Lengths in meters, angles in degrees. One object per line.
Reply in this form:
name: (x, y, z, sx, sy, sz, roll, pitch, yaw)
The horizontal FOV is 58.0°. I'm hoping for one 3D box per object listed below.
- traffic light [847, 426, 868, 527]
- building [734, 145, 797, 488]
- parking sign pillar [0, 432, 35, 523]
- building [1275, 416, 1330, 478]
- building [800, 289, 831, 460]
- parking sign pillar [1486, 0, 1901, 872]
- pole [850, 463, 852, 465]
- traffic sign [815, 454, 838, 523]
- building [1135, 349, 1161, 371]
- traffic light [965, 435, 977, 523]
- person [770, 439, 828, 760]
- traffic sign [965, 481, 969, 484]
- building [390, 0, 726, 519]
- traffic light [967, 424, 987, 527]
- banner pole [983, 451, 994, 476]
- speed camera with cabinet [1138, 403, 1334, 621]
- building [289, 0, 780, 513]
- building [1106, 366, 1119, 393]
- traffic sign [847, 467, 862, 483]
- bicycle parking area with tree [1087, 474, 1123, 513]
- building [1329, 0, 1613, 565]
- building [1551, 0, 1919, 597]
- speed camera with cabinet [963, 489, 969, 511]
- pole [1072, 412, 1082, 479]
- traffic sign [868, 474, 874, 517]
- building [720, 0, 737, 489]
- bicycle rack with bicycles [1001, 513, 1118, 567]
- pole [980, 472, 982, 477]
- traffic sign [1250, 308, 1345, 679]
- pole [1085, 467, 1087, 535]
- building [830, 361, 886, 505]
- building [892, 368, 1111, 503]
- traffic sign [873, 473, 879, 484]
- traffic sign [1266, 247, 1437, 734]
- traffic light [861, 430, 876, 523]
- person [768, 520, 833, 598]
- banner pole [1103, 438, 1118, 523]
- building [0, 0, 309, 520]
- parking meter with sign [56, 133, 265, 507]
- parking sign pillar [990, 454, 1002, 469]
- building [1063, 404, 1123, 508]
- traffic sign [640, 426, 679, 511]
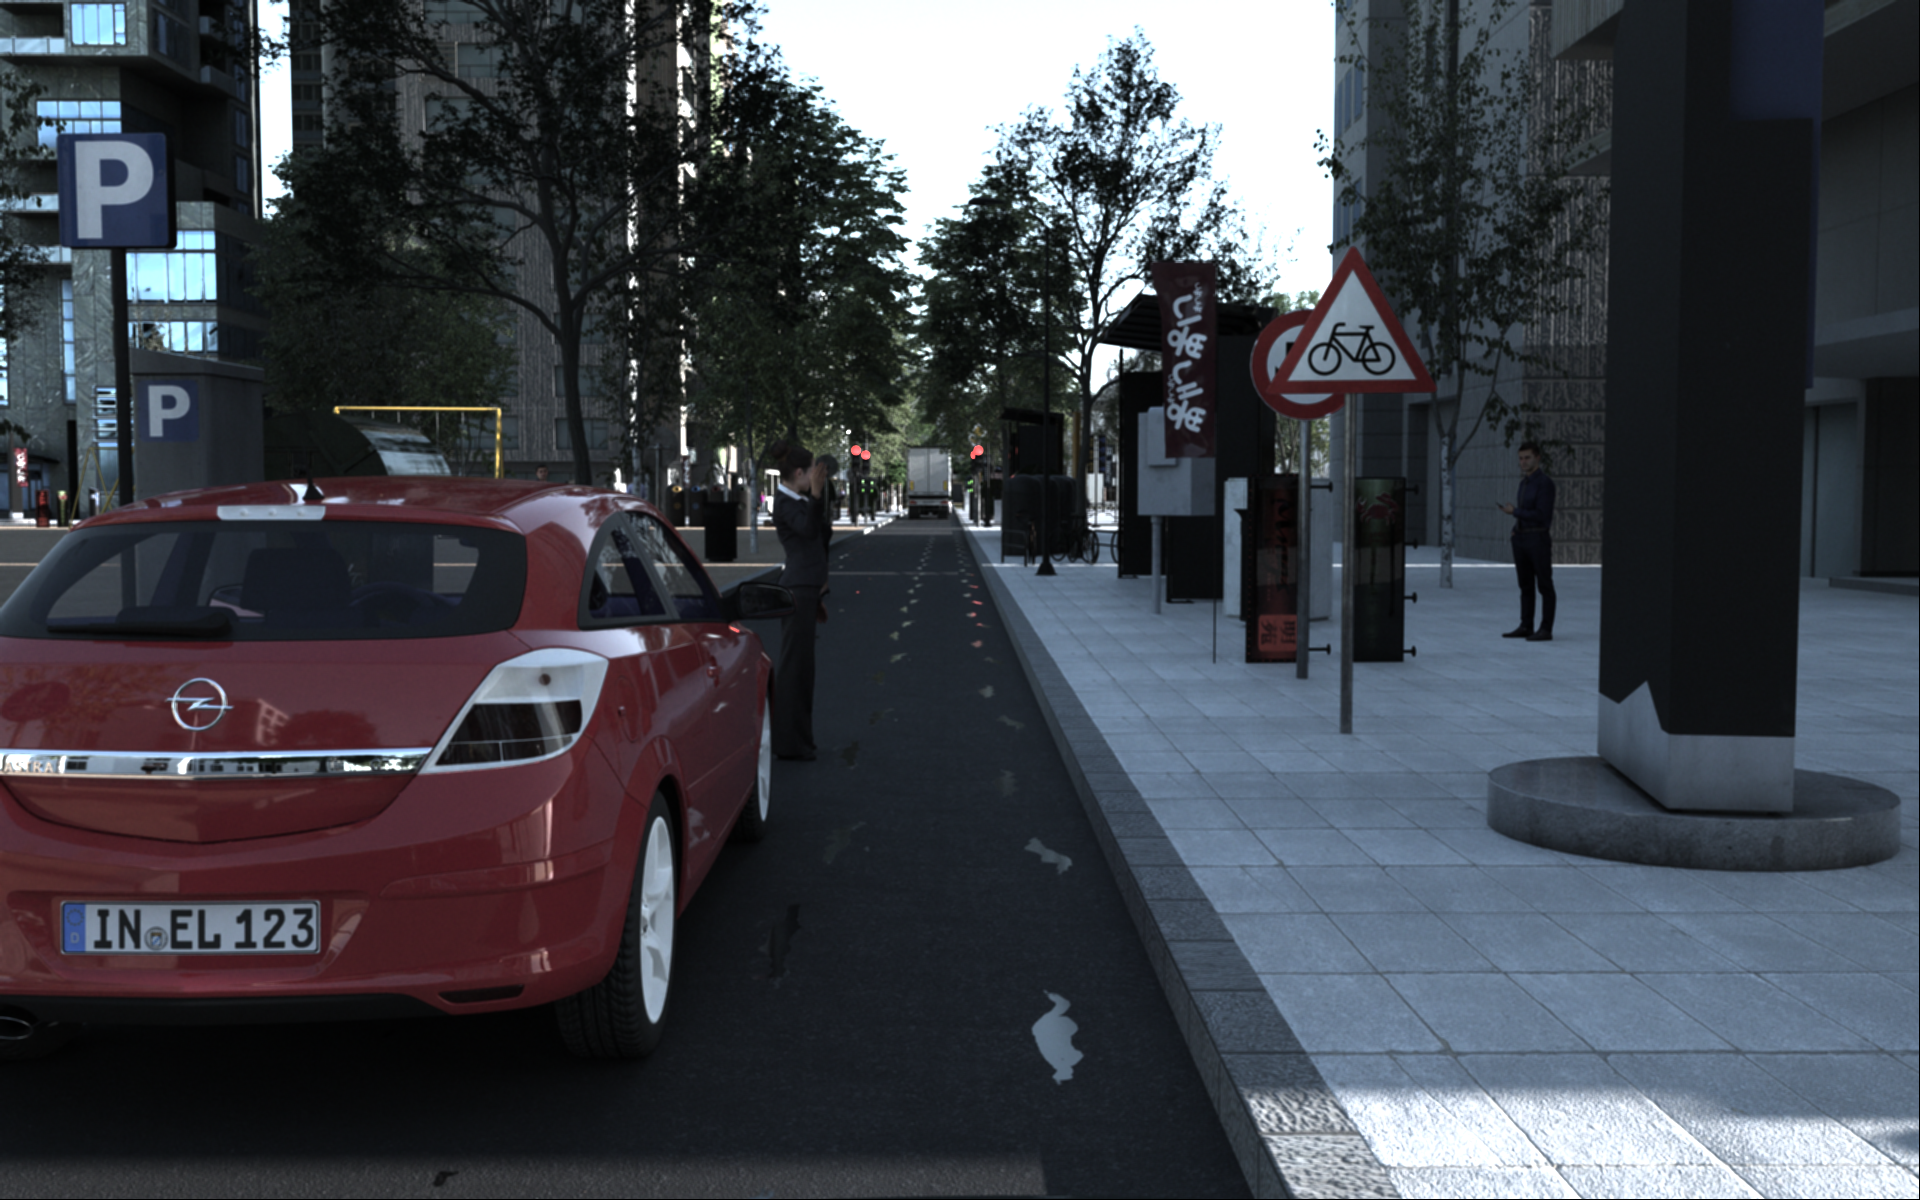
traffic light: (-4.025, -4.818, 67.695, 0.839, 4.253, 0.868, 0, 4, 0)
building: (-20.819, -22.706, 142.946, 14.160, 30.474, 14.107, 0, 4, 0)
parking sign pillar: (-41.659, -5.375, 76.351, 1.447, 3.967, 1.447, -2, 4, -34)
building: (50.345, -24.170, 251.605, 11.380, 20.091, 16.016, 0, 4, 0)
building: (-27.435, -19.777, 167.327, 27.936, 21.610, 32.646, 0, 4, 0)
parking sign pillar: (2.757, -1.101, 6.473, 1.447, 3.967, 1.447, 1, 4, 10)
pole: (-6.730, -6.965, 107.723, 0.158, 3.312, 0.155, 0, 3, 0)
traffic sign: (-4.264, -3.376, 55.312, 0.768, 2.556, 0.104, 0, 4, 2)
building: (27.403, -21.698, 211.186, 11.380, 20.091, 16.016, 0, 4, 0)
traffic light: (0.636, -5.310, 75.731, 0.839, 4.253, 0.868, 0, 4, 0)
person: (-0.786, -0.001, 9.321, 0.445, 1.727, 0.742, -2, 4, -34)
traffic sign: (0.731, -7.698, 125.974, 0.768, 2.556, 0.104, 0, 4, 5)
building: (-20.090, -24.816, 89.342, 14.154, 41.232, 14.086, 0, 4, 0)
traffic light: (0.696, -4.821, 67.747, 0.839, 4.253, 0.868, 0, 4, 0)
banner pole: (1.666, -6.552, 97.148, 0.863, 3.779, 0.401, 1, 4, 14)
speed camera with cabinet: (2.861, -1.451, 18.060, 2.038, 3.252, 0.660, 3, 5, 39)
building: (-29.528, -26.403, 123.568, 32.217, 40.220, 23.993, 0, 4, 0)
building: (27.275, -24.120, 250.783, 11.380, 20.091, 16.016, 0, 4, 0)
traffic sign: (-4.797, -4.828, 79.047, 0.768, 2.556, 0.104, 0, 4, 4)
bicycle parking area with tree: (10.741, -8.135, 120.015, 9.016, 4.147, 8.231, 2, 4, 32)
building: (20.533, -30.687, 43.730, 21.231, 58.520, 28.212, 0, 4, 0)
building: (23.534, -26.073, 15.540, 28.713, 52.752, 27.495, 0, 4, 0)
speed camera with cabinet: (0.602, -8.176, 128.015, 0.660, 3.252, 2.038, 0, 4, -8)
pole: (2.894, -3.011, 43.078, 0.158, 3.312, 0.155, 0, 3, 0)
traffic sign: (-5.217, -5.997, 98.159, 0.768, 2.556, 0.104, 0, 4, 6)
building: (-21.324, -27.751, 103.836, 14.600, 45.320, 14.200, 0, 4, 0)
bicycle rack with bicycles: (1.938, -1.129, 31.837, 2.852, 0.926, 2.925, -1, 4, -11)
pole: (1.226, -6.914, 106.889, 0.158, 3.312, 0.155, 0, 3, 0)
traffic sign: (2.383, -0.726, 11.981, 0.768, 2.556, 0.104, 0, 4, 5)
pole: (3.810, -3.629, 53.181, 0.158, 3.312, 0.155, 0, 3, 0)
building: (-16.352, -24.105, 250.542, 11.380, 20.091, 16.016, 0, 4, 0)
building: (5.714, -23.507, 250.792, 31.486, 18.905, 16.747, 0, 4, 0)
traffic sign: (-5.096, -6.140, 100.487, 0.768, 2.556, 0.104, 0, 4, 3)
traffic sign: (2.070, -0.563, 9.217, 0.884, 2.594, 0.081, 0, 4, 6)
traffic light: (-4.085, -5.306, 75.680, 0.839, 4.253, 0.868, 0, 4, 0)
person: (-2.142, -0.741, 23.805, 0.628, 1.438, 0.799, 3, 4, 37)
banner pole: (6.751, -5.338, 77.286, 0.863, 3.779, 0.401, 2, 4, 34)
building: (-51.941, -47.649, 91.738, 31.000, 86.520, 22.319, 0, 4, 0)
parking meter with sign: (-4.049, -0.798, 9.304, 0.543, 3.016, 1.738, 0, 4, 3)
parking sign pillar: (2.552, -8.172, 122.086, 1.447, 3.967, 1.447, 2, 4, 28)
building: (12.660, -14.317, 176.231, 9.099, 9.664, 28.070, 0, 4, 0)
traffic sign: (-5.675, -1.990, 32.642, 0.768, 2.556, 0.104, 0, 4, 1)
